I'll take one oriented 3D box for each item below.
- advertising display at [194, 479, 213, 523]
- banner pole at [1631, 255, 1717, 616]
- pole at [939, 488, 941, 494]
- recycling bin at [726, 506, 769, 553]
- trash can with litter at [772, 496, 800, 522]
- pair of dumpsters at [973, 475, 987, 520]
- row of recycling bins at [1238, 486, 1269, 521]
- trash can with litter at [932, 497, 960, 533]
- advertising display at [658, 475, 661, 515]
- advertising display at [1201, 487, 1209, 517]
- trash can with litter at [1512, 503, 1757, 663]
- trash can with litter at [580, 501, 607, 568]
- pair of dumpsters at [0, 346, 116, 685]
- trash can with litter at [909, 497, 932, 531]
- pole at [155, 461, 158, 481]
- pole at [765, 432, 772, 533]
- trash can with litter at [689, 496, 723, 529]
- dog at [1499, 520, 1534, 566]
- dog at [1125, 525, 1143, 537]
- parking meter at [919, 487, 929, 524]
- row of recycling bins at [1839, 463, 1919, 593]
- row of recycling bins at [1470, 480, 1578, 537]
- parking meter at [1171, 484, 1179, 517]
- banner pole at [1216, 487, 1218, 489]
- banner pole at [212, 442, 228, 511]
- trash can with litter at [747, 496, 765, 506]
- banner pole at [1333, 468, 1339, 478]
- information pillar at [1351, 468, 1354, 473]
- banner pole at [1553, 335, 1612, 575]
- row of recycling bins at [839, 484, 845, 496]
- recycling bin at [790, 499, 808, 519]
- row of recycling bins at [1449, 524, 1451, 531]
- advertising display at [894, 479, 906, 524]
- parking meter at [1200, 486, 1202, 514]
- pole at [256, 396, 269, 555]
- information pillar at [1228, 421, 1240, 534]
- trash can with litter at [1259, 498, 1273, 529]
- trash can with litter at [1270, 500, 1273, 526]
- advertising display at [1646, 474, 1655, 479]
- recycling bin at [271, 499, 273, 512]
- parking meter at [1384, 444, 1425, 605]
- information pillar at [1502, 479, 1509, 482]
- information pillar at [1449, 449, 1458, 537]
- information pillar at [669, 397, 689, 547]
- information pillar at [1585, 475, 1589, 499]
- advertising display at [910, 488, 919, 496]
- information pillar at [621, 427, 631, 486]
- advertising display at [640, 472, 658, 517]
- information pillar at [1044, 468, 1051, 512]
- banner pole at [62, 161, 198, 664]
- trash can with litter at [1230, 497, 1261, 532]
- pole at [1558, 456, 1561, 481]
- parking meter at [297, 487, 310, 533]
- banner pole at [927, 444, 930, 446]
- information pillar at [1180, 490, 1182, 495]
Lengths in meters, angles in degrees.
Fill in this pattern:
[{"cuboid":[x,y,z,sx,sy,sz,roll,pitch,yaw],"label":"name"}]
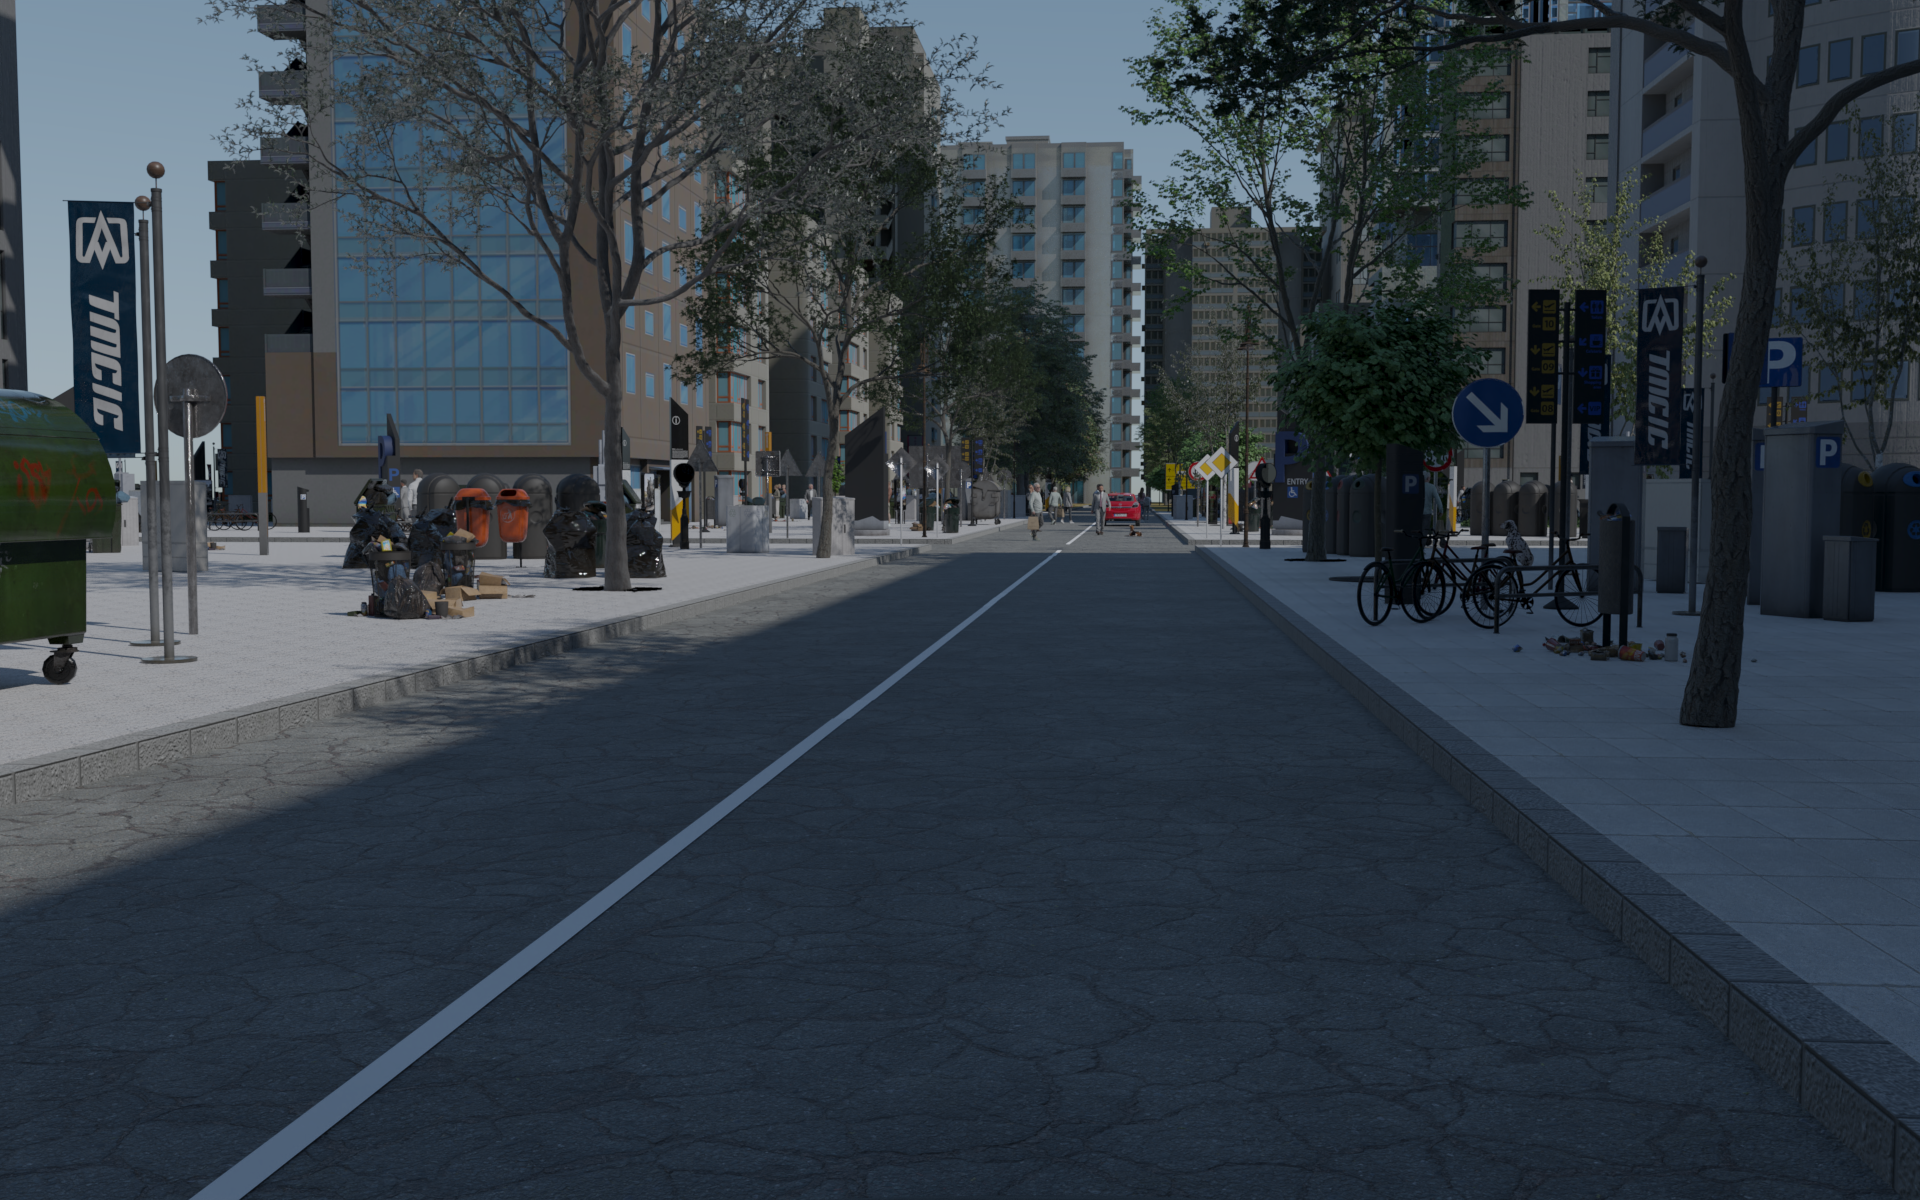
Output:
[{"cuboid":[-33.286,-4.326,75.938,0.974,1.923,0.123,-2,4,-33],"label":"advertising display"},{"cuboid":[7.586,-1.737,18.414,0.863,3.779,0.401,2,4,35],"label":"banner pole"},{"cuboid":[-0.931,-5.558,84.721,0.158,3.312,0.155,0,3,0],"label":"pole"},{"cuboid":[-4.641,-1.549,37.883,0.722,1.027,0.722,1,4,21],"label":"recycling bin"},{"cuboid":[-8.415,-4.250,80.552,2.233,1.210,1.678,-1,4,-18],"label":"trash can with litter"},{"cuboid":[0.910,-5.203,87.563,1.574,2.255,4.437,0,4,6],"label":"pair of dumpsters"},{"cuboid":[14.103,-4.690,83.788,1.069,1.692,3.534,2,4,31],"label":"row of recycling bins"},{"cuboid":[-0.382,-2.783,56.891,0.624,1.170,1.055,-1,4,-18],"label":"trash can with litter"},{"cuboid":[-10.161,-3.244,58.245,0.123,1.923,0.974,0,4,-5],"label":"advertising display"},{"cuboid":[13.791,-5.650,97.594,0.123,1.923,0.974,-1,4,-11],"label":"advertising display"},{"cuboid":[5.334,-0.184,14.062,1.678,1.210,2.233,0,4,6],"label":"trash can with litter"},{"cuboid":[-6.172,-1.150,30.187,0.624,1.170,1.055,2,4,24],"label":"trash can with litter"},{"cuboid":[-6.665,-0.436,9.629,1.574,2.255,4.437,0,4,6],"label":"pair of dumpsters"},{"cuboid":[-1.241,-2.972,59.972,0.624,1.170,1.055,3,4,38],"label":"trash can with litter"},{"cuboid":[-48.903,-6.819,105.331,0.158,3.312,0.155,0,3,0],"label":"pole"},{"cuboid":[-6.299,-3.860,56.962,0.158,3.312,0.155,0,3,0],"label":"pole"},{"cuboid":[-9.541,-3.245,64.118,1.678,1.210,2.233,2,4,26],"label":"trash can with litter"},{"cuboid":[9.909,-0.995,30.645,0.513,0.831,0.800,0,4,1],"label":"dog"},{"cuboid":[5.888,-2.347,58.570,0.550,0.427,0.748,0,4,-7],"label":"dog"},{"cuboid":[-1.374,-3.528,66.087,0.372,1.533,0.369,0,3,0],"label":"parking meter"},{"cuboid":[12.791,-0.963,22.857,3.534,1.692,1.069,0,4,-6],"label":"row of recycling bins"},{"cuboid":[17.068,-2.780,52.573,1.069,1.692,3.534,-3,5,-41],"label":"row of recycling bins"},{"cuboid":[12.163,-5.647,98.035,0.255,1.863,0.399,-3,4,-38],"label":"parking meter"},{"cuboid":[16.932,-7.519,112.960,0.401,3.779,0.863,-2,4,-27],"label":"banner pole"},{"cuboid":[-35.874,-5.742,83.901,0.863,3.779,0.401,0,4,-3],"label":"banner pole"},{"cuboid":[-10.282,-4.573,86.150,1.055,1.170,0.624,2,4,32],"label":"trash can with litter"},{"cuboid":[11.640,-3.888,53.580,0.401,3.779,0.863,0,3,0],"label":"banner pole"},{"cuboid":[19.167,-5.664,83.963,0.183,3.616,0.504,-3,4,-37],"label":"information pillar"},{"cuboid":[9.867,-2.286,27.389,0.863,3.779,0.401,0,4,3],"label":"banner pole"},{"cuboid":[-4.087,-3.598,65.945,1.069,1.692,3.534,0,4,1],"label":"row of recycling bins"},{"cuboid":[-8.306,-4.701,89.413,0.722,1.027,0.722,2,4,34],"label":"recycling bin"},{"cuboid":[15.653,-3.306,61.163,3.534,1.692,1.069,0,4,3],"label":"row of recycling bins"},{"cuboid":[-2.573,-4.231,74.393,0.123,1.923,0.974,2,4,24],"label":"advertising display"},{"cuboid":[15.678,-6.488,111.785,0.399,1.863,0.255,0,4,-3],"label":"parking meter"},{"cuboid":[-14.596,-2.593,36.236,0.158,3.312,0.155,0,3,0],"label":"pole"},{"cuboid":[8.752,-3.915,55.362,0.183,3.616,0.504,3,5,42],"label":"information pillar"},{"cuboid":[11.241,-3.243,64.088,1.678,1.210,2.233,1,4,11],"label":"trash can with litter"},{"cuboid":[11.794,-3.349,66.150,1.055,1.170,0.624,3,5,39],"label":"trash can with litter"},{"cuboid":[22.058,-3.109,56.050,0.123,1.923,0.974,-1,4,-22],"label":"advertising display"},{"cuboid":[-34.259,-4.568,87.237,0.722,1.027,0.722,-1,4,-15],"label":"recycling bin"},{"cuboid":[5.187,-0.886,20.202,0.399,1.863,0.255,-1,4,-20],"label":"parking meter"},{"cuboid":[27.057,-4.982,85.954,0.304,2.012,0.304,2,4,31],"label":"information pillar"},{"cuboid":[14.850,-3.717,52.127,0.183,3.616,0.504,0,4,0],"label":"information pillar"},{"cuboid":[-6.806,-3.094,41.936,0.504,3.616,0.183,-3,4,-37],"label":"information pillar"},{"cuboid":[21.601,-4.152,59.247,0.183,3.616,0.504,-2,4,-26],"label":"information pillar"},{"cuboid":[-3.370,-7.334,125.128,0.974,1.923,0.123,-3,5,-40],"label":"advertising display"},{"cuboid":[-11.672,-4.225,60.428,0.183,3.616,0.504,1,4,23],"label":"information pillar"},{"cuboid":[-9.286,-2.834,51.547,0.123,1.923,0.974,1,4,8],"label":"advertising display"},{"cuboid":[6.298,-8.095,123.710,0.504,3.616,0.183,-2,4,-33],"label":"information pillar"},{"cuboid":[-6.280,-1.412,13.106,0.863,3.779,0.401,-1,4,-10],"label":"banner pole"},{"cuboid":[9.650,-2.887,58.583,1.055,1.170,0.624,2,4,31],"label":"trash can with litter"},{"cuboid":[31.847,-5.998,91.915,0.158,3.312,0.155,0,3,0],"label":"pole"},{"cuboid":[-21.787,-3.001,57.476,0.372,1.533,0.369,0,3,0],"label":"parking meter"},{"cuboid":[-1.706,-5.875,86.076,0.401,3.779,0.863,3,4,36],"label":"banner pole"},{"cuboid":[14.698,-6.830,116.156,0.304,2.012,0.304,3,5,43],"label":"information pillar"}]
